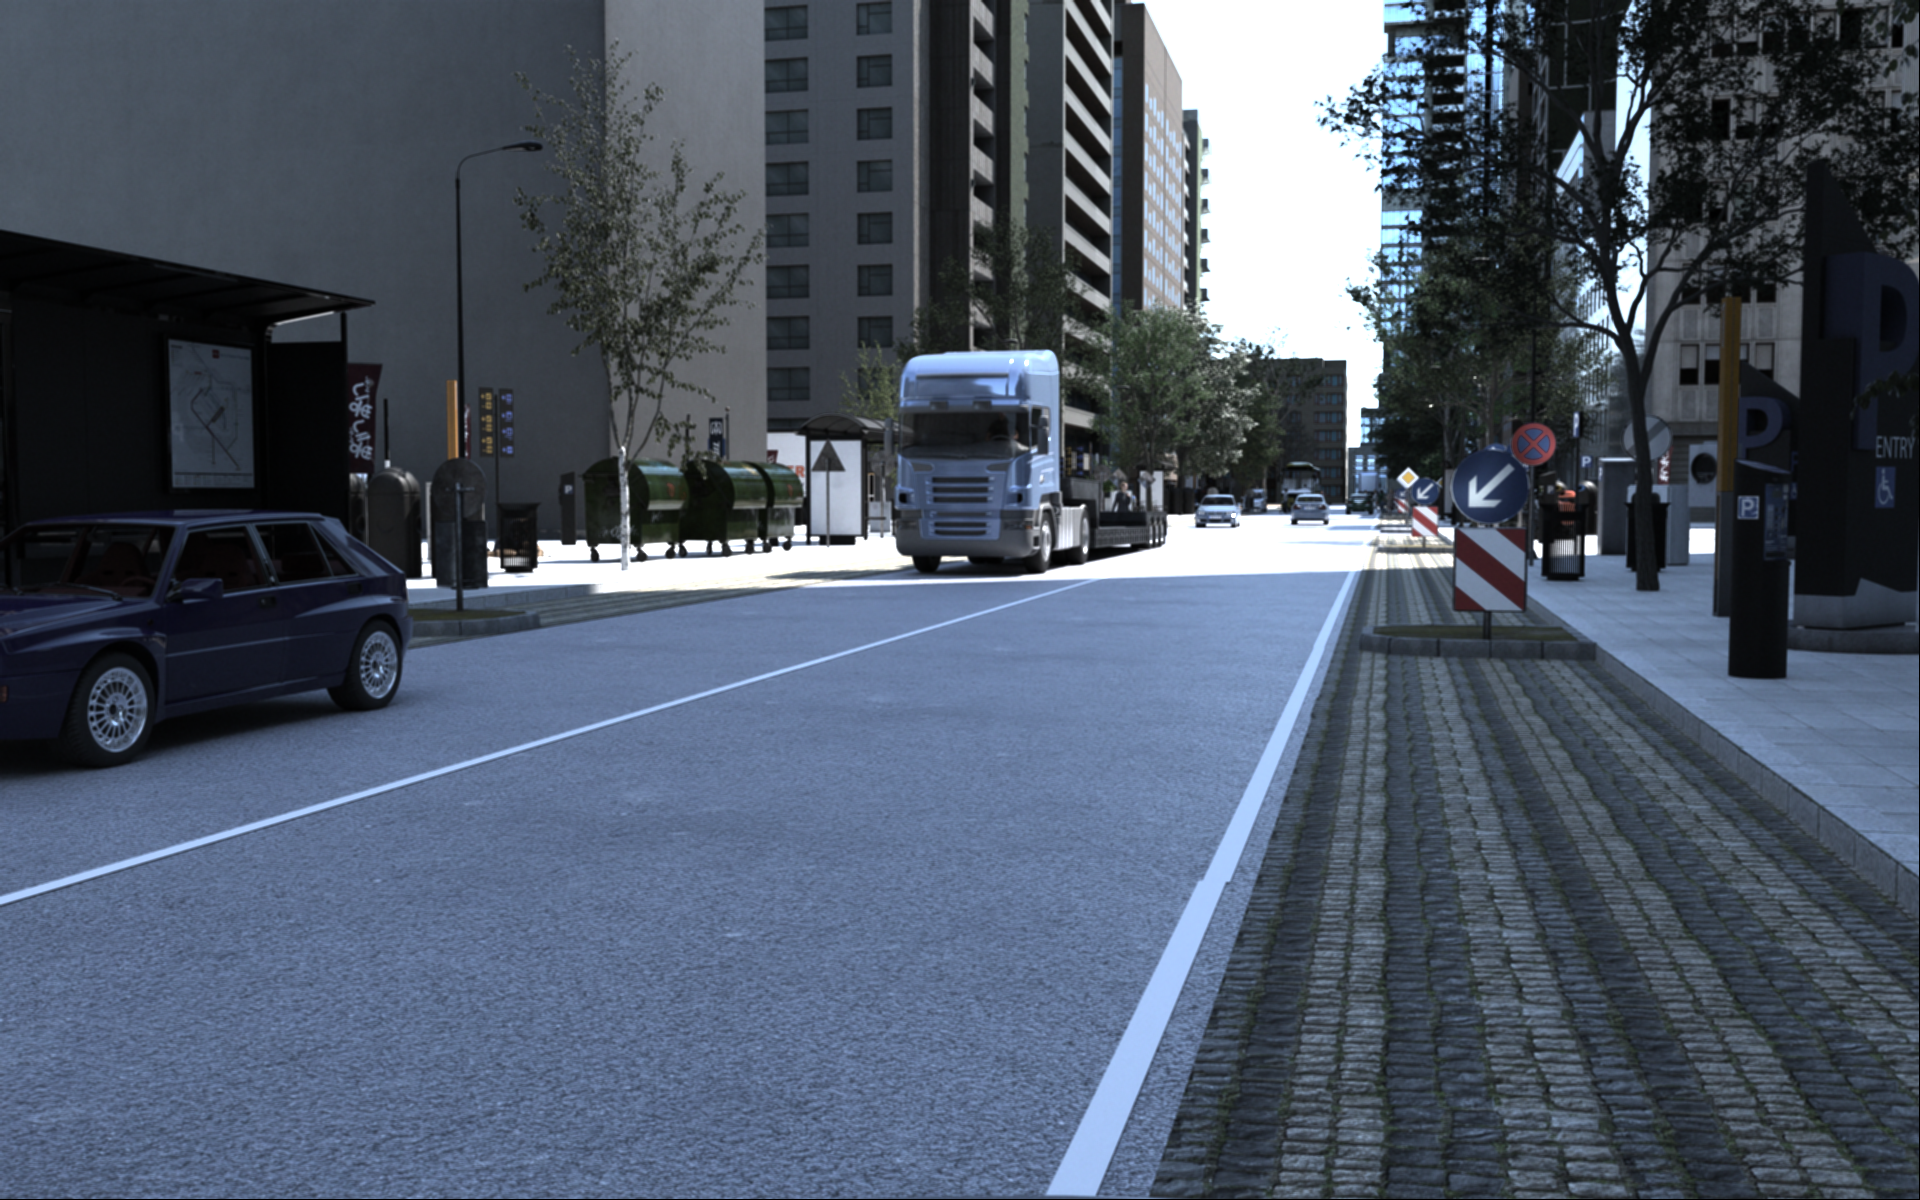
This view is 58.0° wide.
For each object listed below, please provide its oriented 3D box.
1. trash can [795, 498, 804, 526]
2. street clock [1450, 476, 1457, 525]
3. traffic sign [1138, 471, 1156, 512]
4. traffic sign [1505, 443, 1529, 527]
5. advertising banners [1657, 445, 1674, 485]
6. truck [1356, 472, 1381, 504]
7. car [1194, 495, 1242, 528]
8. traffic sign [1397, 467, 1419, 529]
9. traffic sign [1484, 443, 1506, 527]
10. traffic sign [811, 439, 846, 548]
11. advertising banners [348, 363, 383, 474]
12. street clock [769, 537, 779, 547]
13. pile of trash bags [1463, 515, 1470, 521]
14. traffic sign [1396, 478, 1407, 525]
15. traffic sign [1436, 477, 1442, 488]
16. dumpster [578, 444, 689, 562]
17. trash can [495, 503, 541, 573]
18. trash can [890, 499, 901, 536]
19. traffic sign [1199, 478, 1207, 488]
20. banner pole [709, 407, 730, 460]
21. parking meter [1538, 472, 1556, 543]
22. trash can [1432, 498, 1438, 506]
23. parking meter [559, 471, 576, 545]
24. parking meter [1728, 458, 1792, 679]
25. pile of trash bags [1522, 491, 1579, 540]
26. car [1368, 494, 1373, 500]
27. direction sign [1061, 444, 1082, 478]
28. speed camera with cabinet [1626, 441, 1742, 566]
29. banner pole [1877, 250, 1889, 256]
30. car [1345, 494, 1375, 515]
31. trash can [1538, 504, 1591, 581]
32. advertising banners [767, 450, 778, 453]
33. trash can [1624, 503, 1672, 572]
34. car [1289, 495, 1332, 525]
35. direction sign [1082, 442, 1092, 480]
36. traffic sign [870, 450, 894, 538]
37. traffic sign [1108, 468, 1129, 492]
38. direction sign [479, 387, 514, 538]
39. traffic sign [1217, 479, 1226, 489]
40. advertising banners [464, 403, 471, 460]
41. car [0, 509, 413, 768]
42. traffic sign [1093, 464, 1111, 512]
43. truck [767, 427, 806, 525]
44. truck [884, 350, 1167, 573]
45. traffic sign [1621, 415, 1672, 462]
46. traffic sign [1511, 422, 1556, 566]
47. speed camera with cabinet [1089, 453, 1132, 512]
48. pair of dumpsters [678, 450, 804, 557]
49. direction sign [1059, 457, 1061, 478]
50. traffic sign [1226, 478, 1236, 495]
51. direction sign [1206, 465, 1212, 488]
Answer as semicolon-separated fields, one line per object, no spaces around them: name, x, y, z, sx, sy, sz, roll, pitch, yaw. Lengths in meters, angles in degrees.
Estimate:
trash can;-6.615;-3.553;69.750;0.748;1.137;0.748;0;3;0
street clock;20.303;-4.072;71.152;0.358;2.002;0.471;2;4;25
traffic sign;8.007;-4.328;74.407;0.795;2.450;0.064;1;4;14
traffic sign;13.066;-2.463;40.381;0.768;2.556;0.104;2;4;23
advertising banners;24.592;-4.052;62.443;2.074;3.025;0.090;1;4;16
truck;48.482;-13.204;205.636;2.967;4.110;18.799;1;4;13
car;11.195;-3.851;74.966;2.014;1.417;4.499;1;4;12
traffic sign;16.570;-3.695;64.057;0.795;2.450;0.064;1;4;14
traffic sign;13.463;-2.659;43.587;0.768;2.556;0.104;1;4;19
traffic sign;-3.108;-2.493;40.761;0.884;2.594;0.081;1;4;21
advertising banners;-8.650;-1.629;22.819;2.074;3.025;0.090;-2;4;-29
street clock;-4.547;-2.301;42.184;0.471;2.002;0.358;-2;4;-30
pile of trash bags;23.991;-4.307;80.168;1.912;1.369;3.447;0;3;0
traffic sign;18.483;-4.169;71.810;0.795;2.450;0.064;1;4;14
traffic sign;31.974;-6.957;114.937;0.795;2.450;0.064;1;4;18
dumpster;-6.271;-1.884;33.291;1.502;2.255;1.985;1;4;14
trash can;-7.235;-1.024;28.388;0.748;1.137;0.748;0;3;0
trash can;-1.695;-2.395;50.818;0.748;1.137;0.748;0;3;0
traffic sign;18.972;-8.286;135.577;0.768;2.556;0.104;1;4;14
banner pole;-6.894;-3.670;50.015;0.863;3.779;0.401;2;4;26
parking meter;15.267;-2.407;45.066;0.399;1.863;0.255;-1;4;-16
trash can;37.721;-7.674;137.122;0.748;1.137;0.748;0;3;0
parking meter;-9.817;-2.300;43.312;0.399;1.863;0.255;-1;4;-21
parking meter;5.613;-0.229;12.149;0.372;1.533;0.369;0;3;0
pile of trash bags;16.510;-2.379;48.647;1.912;1.369;3.447;0;4;-4
car;42.735;-10.546;182.216;2.009;1.686;4.222;1;4;16
direction sign;5.203;-5.322;79.008;0.876;3.537;0.379;1;4;17
speed camera with cabinet;12.886;-2.235;30.883;0.660;3.252;2.038;-2;4;-26
banner pole;9.357;-1.715;18.058;0.401;3.779;0.863;-1;4;-20
car;28.287;-6.774;122.560;2.131;1.459;4.920;1;4;14
trash can;8.968;-0.861;25.732;0.748;1.137;0.748;0;3;0
advertising banners;-8.243;-4.445;68.857;2.074;3.025;0.090;0;4;6
trash can;11.370;-1.041;28.682;0.748;1.137;0.748;0;3;0
car;16.561;-4.272;81.848;2.014;1.417;4.499;1;4;13
direction sign;5.663;-5.092;75.256;0.379;3.537;0.876;1;4;10
traffic sign;-2.264;-3.060;50.139;0.768;2.556;0.104;1;4;23
traffic sign;6.093;-3.854;66.653;0.795;2.450;0.064;1;4;14
direction sign;-9.903;-2.757;37.067;0.379;3.537;0.876;3;4;36
traffic sign;22.412;-9.067;148.352;0.768;2.556;0.104;1;4;22
advertising banners;-10.005;-2.319;34.111;0.090;3.025;2.074;-3;4;-36
car;-4.976;0.132;10.427;1.945;1.354;3.894;1;4;13
traffic sign;6.072;-4.532;74.207;0.768;2.556;0.104;1;4;19
truck;-9.937;-5.264;74.972;11.283;4.237;2.839;1;4;16
truck;2.148;-2.969;38.310;2.967;4.110;18.799;1;4;14
traffic sign;11.019;-1.697;27.857;0.768;2.556;0.104;1;4;16
traffic sign;10.192;-1.879;30.829;0.768;2.556;0.104;1;4;18
speed camera with cabinet;7.331;-5.505;84.350;2.038;3.252;0.660;0;4;-2
pair of dumpsters;-4.758;-2.110;36.987;1.574;2.255;4.437;1;4;14
direction sign;5.942;-6.938;105.427;0.876;3.537;0.379;-2;4;-32
traffic sign;21.625;-8.450;138.267;0.768;2.556;0.104;1;4;15
direction sign;17.902;-8.112;124.634;0.379;3.537;0.876;-1;4;-19
